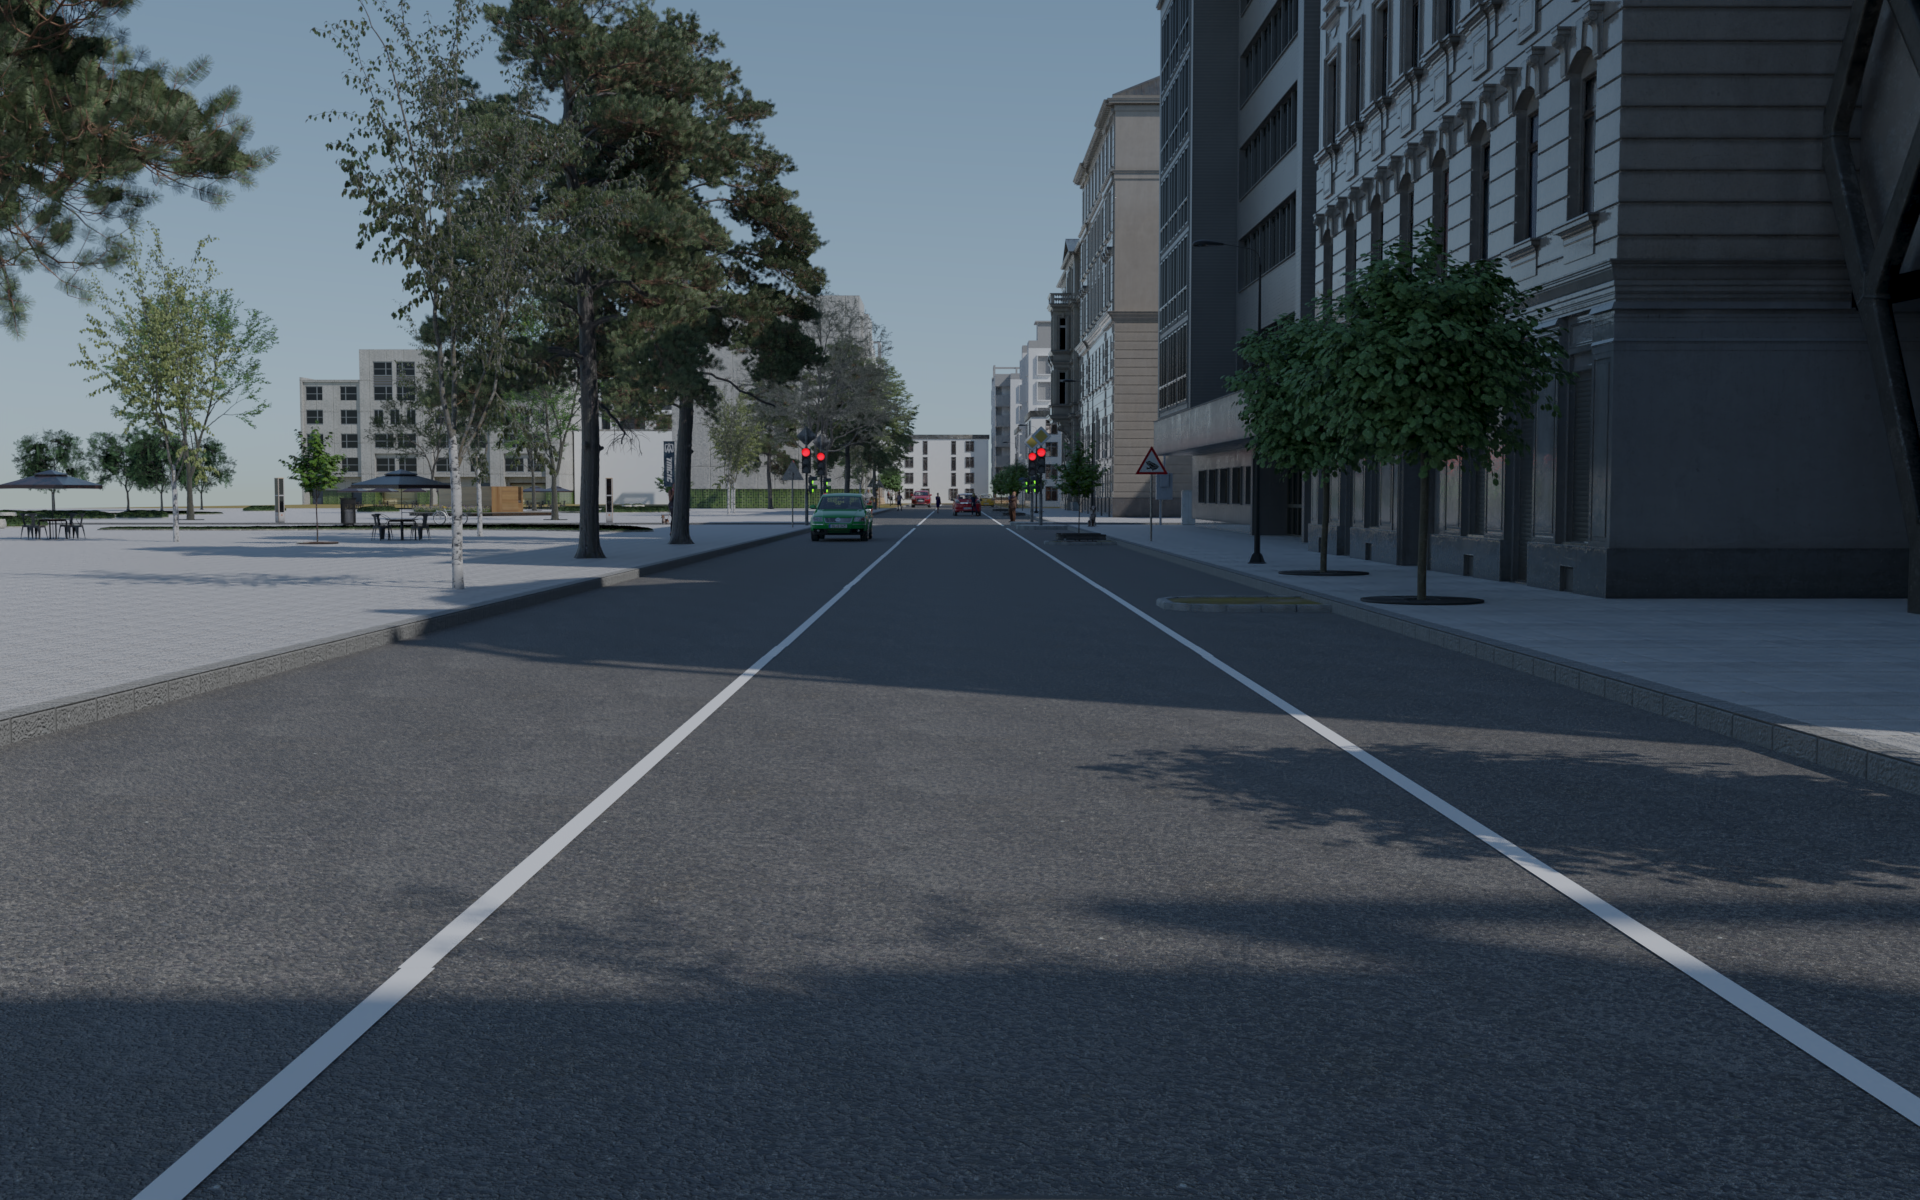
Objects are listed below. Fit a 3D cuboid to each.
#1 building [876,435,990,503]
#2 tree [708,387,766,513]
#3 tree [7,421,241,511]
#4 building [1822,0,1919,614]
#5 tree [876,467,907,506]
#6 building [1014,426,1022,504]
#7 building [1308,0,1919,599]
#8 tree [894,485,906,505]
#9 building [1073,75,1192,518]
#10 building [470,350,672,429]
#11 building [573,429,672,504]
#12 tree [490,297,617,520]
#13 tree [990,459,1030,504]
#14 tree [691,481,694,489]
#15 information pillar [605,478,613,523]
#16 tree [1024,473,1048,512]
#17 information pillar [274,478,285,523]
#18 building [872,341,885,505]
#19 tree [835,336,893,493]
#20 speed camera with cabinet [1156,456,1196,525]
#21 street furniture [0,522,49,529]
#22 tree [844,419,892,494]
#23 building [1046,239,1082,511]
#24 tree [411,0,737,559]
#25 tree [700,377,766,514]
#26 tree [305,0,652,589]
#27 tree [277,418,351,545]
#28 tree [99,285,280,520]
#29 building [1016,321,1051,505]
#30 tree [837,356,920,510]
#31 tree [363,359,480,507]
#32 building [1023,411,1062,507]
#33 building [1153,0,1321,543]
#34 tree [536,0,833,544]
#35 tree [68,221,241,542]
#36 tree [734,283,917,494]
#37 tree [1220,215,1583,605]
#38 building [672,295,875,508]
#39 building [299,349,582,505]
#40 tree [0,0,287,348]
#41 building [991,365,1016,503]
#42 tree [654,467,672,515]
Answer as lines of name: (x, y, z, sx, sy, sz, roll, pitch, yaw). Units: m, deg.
building: (-9.859, -18.506, 244.715, 28.070, 9.664, 9.099, 0, 4, 0)
tree: (-15.006, -10.077, 115.128, 4.737, 8.622, 4.395, 0, 3, 0)
tree: (-63.444, -10.393, 132.830, 11.467, 7.101, 20.602, 0, 4, -6)
building: (16.743, -8.837, 11.936, 16.820, 18.784, 16.811, 0, 4, 0)
tree: (-7.136, -11.978, 179.552, 4.285, 4.588, 4.351, 0, 3, 0)
building: (11.711, -16.658, 214.505, 9.099, 9.664, 28.070, 0, 4, 0)
building: (12.559, -11.031, 29.501, 9.793, 20.994, 18.267, 0, 4, 0)
tree: (-7.728, -13.347, 212.822, 1.663, 3.219, 1.824, 0, 3, 0)
building: (13.896, -18.858, 105.589, 12.463, 27.353, 25.104, 0, 4, 0)
building: (-52.416, -25.039, 253.362, 32.646, 21.610, 27.936, 0, 4, 0)
building: (-34.971, -17.231, 223.866, 28.070, 9.664, 9.099, 0, 4, 0)
tree: (-19.854, -9.741, 85.025, 9.928, 11.665, 9.643, 0, 3, 0)
tree: (5.219, -10.624, 157.418, 4.285, 4.588, 4.351, 0, 3, 0)
tree: (-21.840, -8.664, 136.261, 1.663, 3.219, 1.824, 0, 3, 0)
information pillar: (-15.825, -4.506, 78.166, 0.304, 2.012, 0.304, 0, 4, -7)
tree: (5.354, -7.892, 123.631, 1.663, 3.219, 1.824, 0, 3, 0)
information pillar: (-30.620, -4.492, 77.937, 0.304, 2.012, 0.304, 2, 4, 35)
building: (-15.233, -22.242, 220.082, 11.380, 20.091, 16.016, 0, 4, 0)
tree: (-7.744, -12.044, 118.983, 6.751, 12.117, 7.091, 0, 3, 0)
speed camera with cabinet: (9.110, -4.715, 71.429, 2.038, 3.252, 0.660, 0, 4, 3)
street furniture: (-38.130, -3.047, 65.448, 5.734, 0.657, 10.072, -1, 4, -15)
tree: (-7.414, -11.016, 130.472, 4.360, 8.622, 3.978, 0, 3, 0)
building: (14.103, -19.372, 135.813, 14.460, 24.649, 34.723, 0, 4, 0)
tree: (-7.371, -6.862, 34.258, 6.751, 12.117, 7.091, 0, 3, 0)
tree: (-14.476, -9.748, 109.747, 4.360, 8.622, 3.978, 0, 3, 0)
tree: (-6.565, -4.445, 23.038, 4.360, 8.622, 3.978, 0, 3, 0)
tree: (-16.442, -3.043, 44.350, 1.663, 3.219, 1.824, 0, 3, 0)
tree: (-37.686, -9.729, 84.829, 9.928, 11.665, 9.643, 0, 3, 0)
building: (14.764, -20.678, 194.509, 16.016, 20.091, 11.380, 0, 4, 0)
tree: (-6.691, -13.739, 142.764, 7.486, 12.596, 7.792, 0, 3, 0)
tree: (-35.169, -11.037, 114.868, 8.767, 10.594, 7.601, -2, 4, -25)
building: (11.568, -14.192, 174.193, 9.099, 9.664, 28.070, 0, 4, 0)
building: (14.777, -14.339, 53.515, 14.314, 24.678, 30.058, 0, 4, 0)
tree: (-6.936, -8.349, 43.931, 7.806, 13.903, 7.818, 0, 3, 0)
tree: (-21.140, -5.858, 46.145, 4.737, 8.622, 4.395, 0, 3, 0)
tree: (-7.829, -11.551, 99.235, 12.009, 13.543, 11.850, 0, 3, 0)
tree: (5.543, -2.246, 20.444, 4.285, 4.588, 4.351, 0, 3, 0)
building: (-17.363, -18.564, 169.978, 16.747, 18.905, 31.486, 0, 4, 0)
building: (-64.837, -21.620, 219.939, 31.486, 18.905, 16.747, 0, 4, 0)
tree: (-6.940, -5.336, 9.292, 6.751, 12.117, 7.091, 0, 3, 0)
building: (10.282, -23.954, 248.074, 11.380, 20.091, 16.016, 0, 4, 0)
tree: (-17.682, -6.719, 104.452, 1.663, 3.219, 1.824, 0, 3, 0)
